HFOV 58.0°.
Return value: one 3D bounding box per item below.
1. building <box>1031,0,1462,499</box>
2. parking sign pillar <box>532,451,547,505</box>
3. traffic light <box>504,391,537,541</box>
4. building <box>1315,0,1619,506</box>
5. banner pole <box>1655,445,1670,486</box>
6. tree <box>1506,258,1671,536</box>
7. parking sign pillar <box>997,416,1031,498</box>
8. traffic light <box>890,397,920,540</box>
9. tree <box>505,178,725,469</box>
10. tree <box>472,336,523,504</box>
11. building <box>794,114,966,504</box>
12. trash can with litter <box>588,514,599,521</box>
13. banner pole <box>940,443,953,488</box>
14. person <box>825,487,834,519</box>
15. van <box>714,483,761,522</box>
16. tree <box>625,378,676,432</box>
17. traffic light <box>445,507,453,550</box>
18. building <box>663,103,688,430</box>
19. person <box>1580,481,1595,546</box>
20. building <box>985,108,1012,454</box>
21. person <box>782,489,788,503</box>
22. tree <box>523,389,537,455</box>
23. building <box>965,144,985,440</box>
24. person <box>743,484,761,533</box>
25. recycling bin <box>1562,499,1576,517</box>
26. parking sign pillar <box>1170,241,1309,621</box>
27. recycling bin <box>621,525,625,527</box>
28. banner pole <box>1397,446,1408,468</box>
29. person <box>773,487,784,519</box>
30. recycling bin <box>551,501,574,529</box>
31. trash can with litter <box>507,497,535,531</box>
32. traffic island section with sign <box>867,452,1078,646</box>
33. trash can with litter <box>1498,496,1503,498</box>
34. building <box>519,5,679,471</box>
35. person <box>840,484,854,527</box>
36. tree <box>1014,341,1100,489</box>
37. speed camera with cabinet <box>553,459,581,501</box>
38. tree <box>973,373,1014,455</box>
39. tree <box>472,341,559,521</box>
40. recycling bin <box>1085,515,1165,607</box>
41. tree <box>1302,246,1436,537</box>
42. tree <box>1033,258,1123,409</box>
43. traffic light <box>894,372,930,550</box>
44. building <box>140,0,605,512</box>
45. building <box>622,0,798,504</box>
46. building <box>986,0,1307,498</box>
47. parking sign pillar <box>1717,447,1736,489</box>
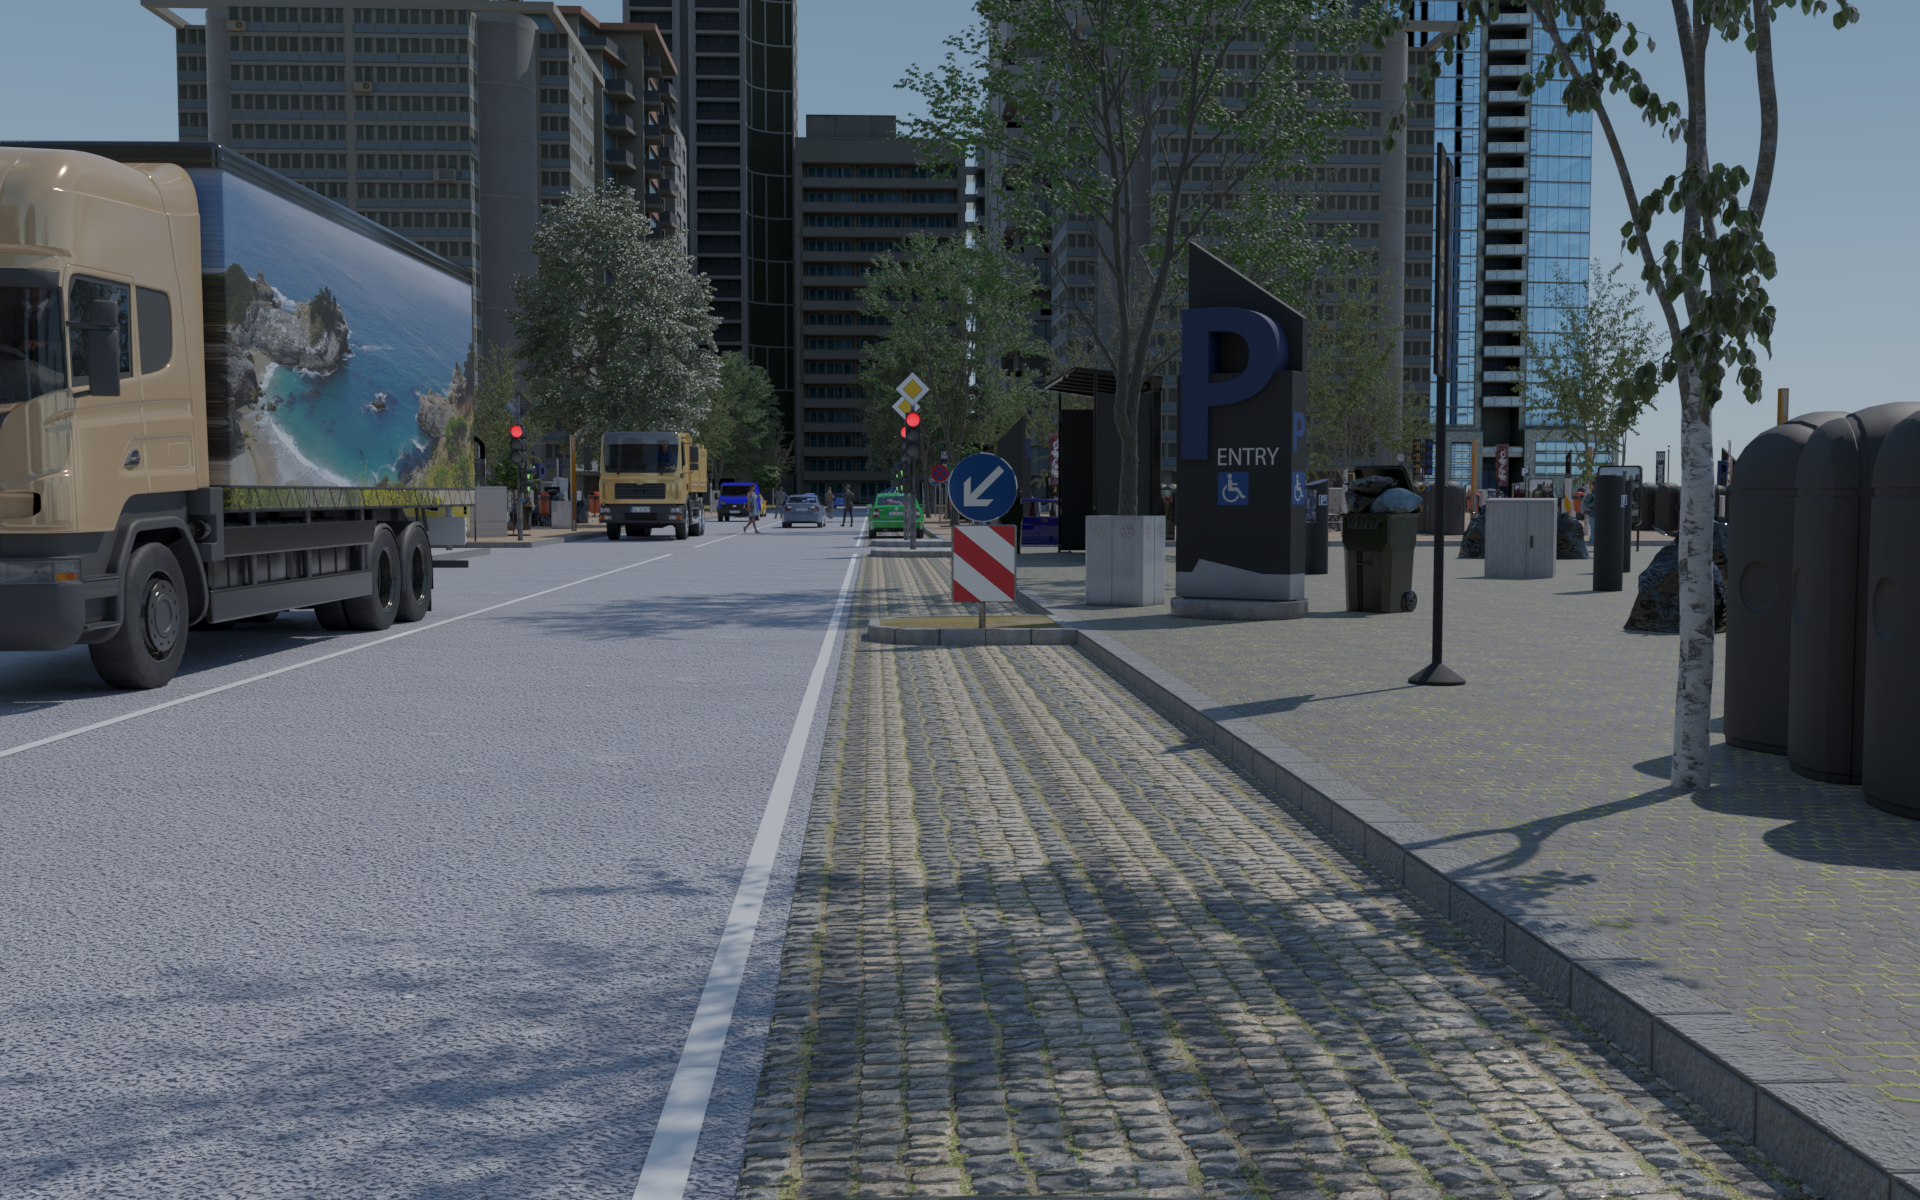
[{"bbox_3d":[20.126,-27.258,137.557,32.217,40.220,23.993,0,4,-3],"label":"building"},{"bbox_3d":[-26.667,-7.424,109.851,1.447,3.967,1.447,1,4,9],"label":"parking sign pillar"},{"bbox_3d":[-12.053,-3.579,47.431,0.839,4.253,0.868,0,4,-3],"label":"traffic light"},{"bbox_3d":[51.785,-53.136,181.443,31.000,86.520,22.319,0,4,-3],"label":"building"},{"bbox_3d":[35.959,-6.026,88.544,0.863,3.779,0.401,0,4,8],"label":"banner pole"},{"bbox_3d":[19.131,-6.297,53.318,4.737,8.622,4.395,0,3,0],"label":"tree"},{"bbox_3d":[1.882,-4.399,60.396,1.447,3.967,1.447,-3,5,-41],"label":"parking sign pillar"},{"bbox_3d":[-1.506,-3.612,47.972,0.839,4.253,0.868,0,4,-3],"label":"traffic light"},{"bbox_3d":[-13.752,-10.004,70.226,9.857,13.997,8.962,0,3,0],"label":"tree"},{"bbox_3d":[-22.511,-7.765,77.317,4.360,8.622,3.978,0,3,0],"label":"tree"},{"bbox_3d":[-10.345,-36.765,224.808,21.600,48.544,21.300,0,4,-3],"label":"building"},{"bbox_3d":[-16.800,-4.407,83.109,1.678,1.210,2.233,-1,4,-10],"label":"trash can with litter"},{"bbox_3d":[-0.590,-5.799,84.833,0.863,3.779,0.401,1,4,20],"label":"banner pole"},{"bbox_3d":[-7.495,-5.563,99.422,0.622,1.834,0.822,2,4,28],"label":"person"},{"bbox_3d":[-11.647,-5.317,91.320,2.240,2.365,5.245,0,4,-2],"label":"van"},{"bbox_3d":[-19.541,-9.616,107.590,4.360,8.622,3.978,0,3,0],"label":"tree"},{"bbox_3d":[-11.654,-3.091,39.456,0.839,4.253,0.868,0,4,-3],"label":"traffic light"},{"bbox_3d":[-36.078,-30.523,182.637,14.086,41.232,14.154,0,4,-3],"label":"building"},{"bbox_3d":[16.486,-2.210,44.975,0.721,1.781,0.623,3,5,42],"label":"person"},{"bbox_3d":[9.551,-30.583,183.628,14.154,41.232,14.086,0,4,-3],"label":"building"},{"bbox_3d":[-12.988,-7.310,128.007,1.348,1.826,0.705,3,4,37],"label":"person"},{"bbox_3d":[-29.850,-10.064,114.914,4.360,8.622,3.978,0,3,0],"label":"tree"},{"bbox_3d":[15.627,-37.156,227.104,30.456,49.044,23.786,0,4,-3],"label":"building"},{"bbox_3d":[-7.622,-3.340,63.205,0.778,1.811,0.616,2,4,27],"label":"person"},{"bbox_3d":[32.143,-4.822,91.391,0.722,1.027,0.722,3,5,44],"label":"recycling bin"},{"bbox_3d":[2.944,-1.815,18.142,1.447,3.967,1.447,2,4,33],"label":"parking sign pillar"},{"bbox_3d":[-13.476,-3.401,68.167,0.722,1.027,0.722,1,4,9],"label":"recycling bin"},{"bbox_3d":[23.074,-6.132,90.268,0.863,3.779,0.401,-2,4,-24],"label":"banner pole"},{"bbox_3d":[-10.576,-5.676,101.113,0.655,1.846,0.447,-1,4,-11],"label":"person"},{"bbox_3d":[-14.558,-3.125,63.645,0.722,1.027,0.722,-2,4,-31],"label":"recycling bin"},{"bbox_3d":[-15.543,-3.030,60.934,1.055,1.170,0.624,-3,4,-37],"label":"trash can with litter"},{"bbox_3d":[0.075,-0.526,17.222,1.989,1.847,2.006,0,4,-3],"label":"traffic island section with sign"},{"bbox_3d":[26.112,-4.403,83.044,2.233,1.210,1.678,2,4,33],"label":"trash can with litter"},{"bbox_3d":[-37.795,-30.865,159.265,22.147,44.769,28.867,0,4,-3],"label":"building"},{"bbox_3d":[-4.942,-4.129,75.778,0.659,1.850,0.755,-3,4,-38],"label":"person"},{"bbox_3d":[5.022,-8.156,83.705,4.737,8.622,4.395,0,3,0],"label":"tree"},{"bbox_3d":[-22.072,-6.301,97.362,0.660,3.252,2.038,-3,5,-44],"label":"speed camera with cabinet"},{"bbox_3d":[2.573,-9.271,101.943,4.737,8.622,4.395,0,3,0],"label":"tree"},{"bbox_3d":[-21.491,-8.101,82.821,4.737,8.622,4.395,0,3,0],"label":"tree"},{"bbox_3d":[1.920,-0.460,20.081,0.722,1.027,0.722,2,4,30],"label":"recycling bin"},{"bbox_3d":[11.280,-6.187,51.519,4.737,8.622,4.395,0,3,0],"label":"tree"},{"bbox_3d":[4.649,-6.225,52.149,4.360,8.622,3.978,0,3,0],"label":"tree"},{"bbox_3d":[-1.107,-3.124,39.997,0.839,4.253,0.868,0,4,-3],"label":"traffic light"},{"bbox_3d":[-41.294,-26.969,132.816,32.217,40.220,23.993,0,4,-3],"label":"building"},{"bbox_3d":[-31.346,-47.906,221.519,20.611,71.187,20.563,0,4,-3],"label":"building"},{"bbox_3d":[16.910,-35.084,162.866,28.713,52.752,27.495,0,4,-3],"label":"building"},{"bbox_3d":[44.073,-6.788,99.460,1.447,3.967,1.447,-1,4,-16],"label":"parking sign pillar"}]
